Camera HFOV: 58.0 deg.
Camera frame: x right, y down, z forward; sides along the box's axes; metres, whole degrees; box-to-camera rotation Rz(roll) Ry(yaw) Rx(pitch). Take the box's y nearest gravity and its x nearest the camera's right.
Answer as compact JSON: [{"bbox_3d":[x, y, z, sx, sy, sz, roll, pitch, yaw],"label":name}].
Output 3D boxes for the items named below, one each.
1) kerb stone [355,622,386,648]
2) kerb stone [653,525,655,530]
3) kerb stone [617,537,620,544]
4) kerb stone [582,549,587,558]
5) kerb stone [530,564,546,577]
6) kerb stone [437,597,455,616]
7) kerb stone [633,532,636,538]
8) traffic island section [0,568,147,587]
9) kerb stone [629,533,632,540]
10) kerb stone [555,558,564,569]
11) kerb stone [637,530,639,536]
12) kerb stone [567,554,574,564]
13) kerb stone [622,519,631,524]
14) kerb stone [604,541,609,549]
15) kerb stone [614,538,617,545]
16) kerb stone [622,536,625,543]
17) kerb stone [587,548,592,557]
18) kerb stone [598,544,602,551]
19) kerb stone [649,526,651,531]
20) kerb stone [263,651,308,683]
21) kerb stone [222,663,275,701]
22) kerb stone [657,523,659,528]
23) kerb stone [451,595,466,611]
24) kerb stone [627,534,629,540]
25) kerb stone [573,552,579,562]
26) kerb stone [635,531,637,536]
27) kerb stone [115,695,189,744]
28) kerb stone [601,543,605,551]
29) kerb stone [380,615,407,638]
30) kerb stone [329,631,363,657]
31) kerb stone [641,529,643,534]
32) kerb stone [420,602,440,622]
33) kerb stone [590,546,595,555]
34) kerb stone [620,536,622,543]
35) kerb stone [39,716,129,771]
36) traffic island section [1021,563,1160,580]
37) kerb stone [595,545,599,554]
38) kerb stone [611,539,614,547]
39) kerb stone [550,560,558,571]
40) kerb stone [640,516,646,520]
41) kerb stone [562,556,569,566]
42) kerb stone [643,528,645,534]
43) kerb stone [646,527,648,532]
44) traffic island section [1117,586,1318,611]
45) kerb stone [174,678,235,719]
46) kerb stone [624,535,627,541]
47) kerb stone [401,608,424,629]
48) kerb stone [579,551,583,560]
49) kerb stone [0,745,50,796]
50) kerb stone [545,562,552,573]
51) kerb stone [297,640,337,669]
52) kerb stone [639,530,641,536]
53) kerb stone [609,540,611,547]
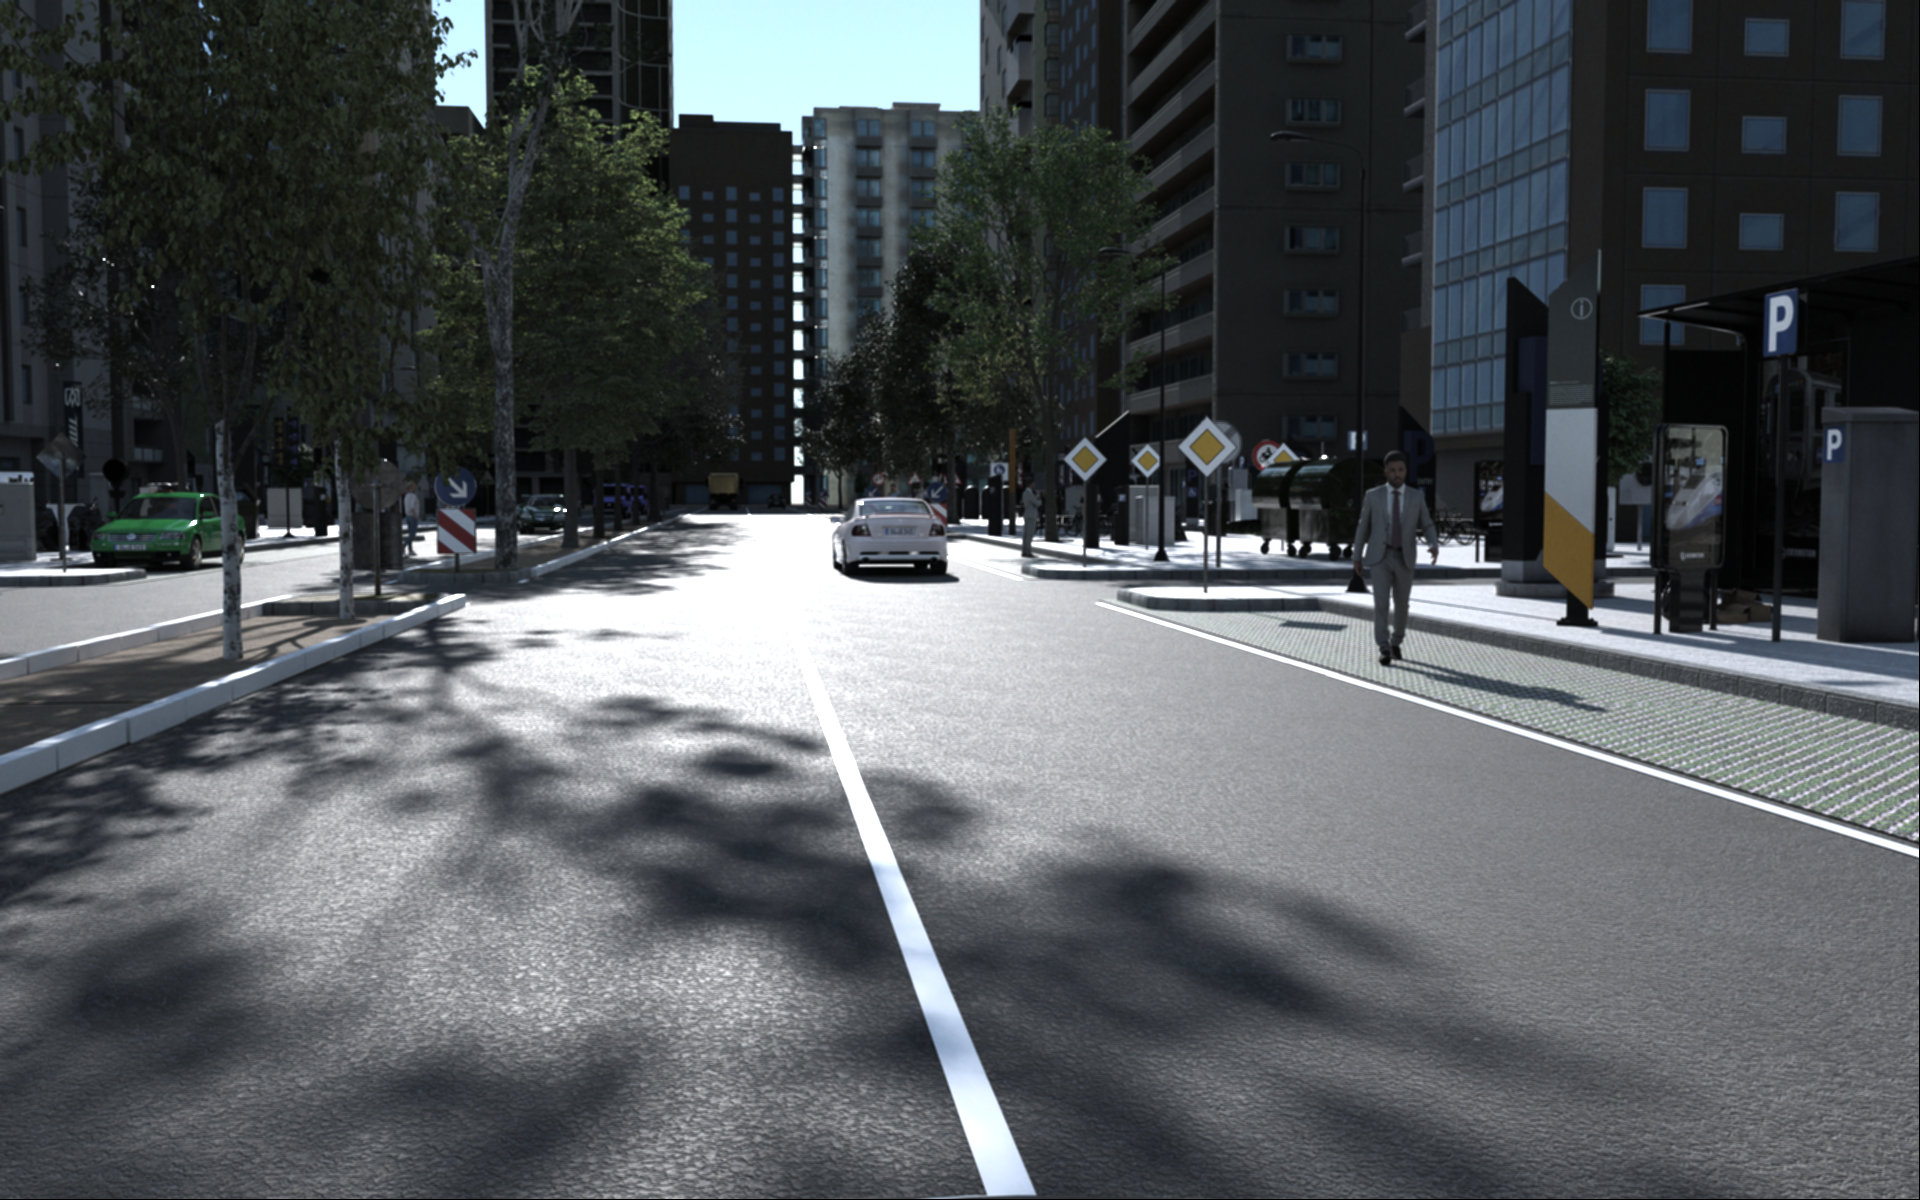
[{"bbox_3d":[-5.663,0.351,16.508,0.120,0.150,1.000,0,4,-7],"label":"kerb stone"},{"bbox_3d":[-12.145,-2.795,67.899,0.120,0.150,1.000,0,4,-7],"label":"kerb stone"},{"bbox_3d":[-9.712,-1.613,48.566,0.120,0.150,1.000,0,4,-7],"label":"kerb stone"},{"bbox_3d":[-8.421,-0.989,38.392,0.120,0.150,1.000,0,4,-7],"label":"kerb stone"},{"bbox_3d":[-7.398,-0.494,30.266,0.120,0.150,1.000,0,4,-7],"label":"kerb stone"},{"bbox_3d":[-6.176,0.099,20.582,0.120,0.150,1.000,0,4,-7],"label":"kerb stone"},{"bbox_3d":[-10.607,-2.049,55.704,0.120,0.150,1.000,0,4,-7],"label":"kerb stone"},{"bbox_3d":[-14.653,-0.368,28.304,2.009,0.180,2.903,0,4,-7],"label":"traffic island section"},{"bbox_3d":[-10.352,-1.925,53.674,0.120,0.150,1.000,0,4,-7],"label":"kerb stone"},{"bbox_3d":[-7.781,-0.680,33.310,0.120,0.150,1.000,0,4,-7],"label":"kerb stone"},{"bbox_3d":[-10.875,-2.174,57.735,0.120,0.150,1.000,0,4,-7],"label":"kerb stone"},{"bbox_3d":[-8.035,-0.804,35.342,0.120,0.150,1.000,0,4,-7],"label":"kerb stone"},{"bbox_3d":[-16.555,-3.901,85.970,0.120,0.150,1.000,0,4,-7],"label":"kerb stone"},{"bbox_3d":[-9.190,-1.364,44.494,0.120,0.150,1.000,0,4,-7],"label":"kerb stone"},{"bbox_3d":[-9.587,-1.551,47.552,0.120,0.150,1.000,0,4,-7],"label":"kerb stone"},{"bbox_3d":[-9.969,-1.738,50.607,0.120,0.150,1.000,0,4,-7],"label":"kerb stone"},{"bbox_3d":[-8.545,-1.053,39.406,0.120,0.150,1.000,0,4,-7],"label":"kerb stone"},{"bbox_3d":[-8.937,-1.239,42.457,0.120,0.150,1.000,0,4,-7],"label":"kerb stone"},{"bbox_3d":[-11.766,-2.609,64.845,0.120,0.150,1.000,0,4,-7],"label":"kerb stone"},{"bbox_3d":[-5.278,0.534,13.464,0.120,0.150,1.000,0,4,-7],"label":"kerb stone"},{"bbox_3d":[-5.143,0.597,12.451,0.120,0.150,1.000,0,4,-7],"label":"kerb stone"},{"bbox_3d":[-12.535,-2.979,70.947,0.120,0.150,1.000,0,4,-7],"label":"kerb stone"},{"bbox_3d":[-6.302,0.037,21.599,0.120,0.150,1.000,0,4,-7],"label":"kerb stone"},{"bbox_3d":[-10.230,-1.863,52.659,0.120,0.150,1.000,0,4,-7],"label":"kerb stone"},{"bbox_3d":[-8.165,-0.865,36.363,0.120,0.150,1.000,0,4,-7],"label":"kerb stone"},{"bbox_3d":[-10.742,-2.112,56.721,0.120,0.150,1.000,0,4,-7],"label":"kerb stone"},{"bbox_3d":[-4.881,0.720,10.424,0.120,0.150,1.000,0,4,-7],"label":"kerb stone"},{"bbox_3d":[-9.070,-1.302,43.479,0.120,0.150,1.000,0,4,-7],"label":"kerb stone"},{"bbox_3d":[-5.784,0.286,17.523,0.120,0.150,1.000,0,4,-7],"label":"kerb stone"},{"bbox_3d":[-5.538,0.412,15.491,0.120,0.150,1.000,0,4,-7],"label":"kerb stone"},{"bbox_3d":[-11.121,-2.296,59.765,0.120,0.150,1.000,0,4,-7],"label":"kerb stone"},{"bbox_3d":[-6.050,0.162,19.560,0.120,0.150,1.000,0,4,-7],"label":"kerb stone"},{"bbox_3d":[-8.678,-1.115,40.420,0.120,0.150,1.000,0,4,-7],"label":"kerb stone"},{"bbox_3d":[-9.843,-1.674,49.593,0.120,0.150,1.000,0,4,-7],"label":"kerb stone"},{"bbox_3d":[-4.767,0.782,9.408,0.120,0.150,1.000,0,4,-7],"label":"kerb stone"},{"bbox_3d":[2.205,-0.498,30.421,2.009,0.180,2.903,0,4,-7],"label":"traffic island section"},{"bbox_3d":[-8.807,-1.177,41.434,0.120,0.150,1.000,0,4,-7],"label":"kerb stone"},{"bbox_3d":[-9.455,-1.488,46.531,0.120,0.150,1.000,0,4,-7],"label":"kerb stone"},{"bbox_3d":[-7.653,-0.613,32.296,0.120,0.150,1.000,0,4,-7],"label":"kerb stone"},{"bbox_3d":[-18.352,-4.773,100.235,0.120,0.150,1.000,0,4,-7],"label":"kerb stone"},{"bbox_3d":[-7.916,-0.742,34.323,0.120,0.150,1.000,0,4,-7],"label":"kerb stone"},{"bbox_3d":[-11.249,-2.359,60.783,0.120,0.150,1.000,0,4,-7],"label":"kerb stone"},{"bbox_3d":[-11.510,-2.484,62.812,0.120,0.150,1.000,0,4,-7],"label":"kerb stone"},{"bbox_3d":[3.206,-0.013,22.498,2.009,0.180,2.903,0,4,-7],"label":"traffic island section"},{"bbox_3d":[-5.014,0.658,11.437,0.120,0.150,1.000,0,4,-7],"label":"kerb stone"},{"bbox_3d":[-10.090,-1.799,51.626,0.120,0.150,1.000,0,4,-7],"label":"kerb stone"},{"bbox_3d":[-5.913,0.226,18.538,0.120,0.150,1.000,0,4,-7],"label":"kerb stone"},{"bbox_3d":[-8.296,-0.929,37.377,0.120,0.150,1.000,0,4,-7],"label":"kerb stone"},{"bbox_3d":[-4.638,0.847,8.394,0.120,0.150,1.000,0,4,-7],"label":"kerb stone"},{"bbox_3d":[-7.533,-0.553,31.280,0.120,0.150,1.000,0,4,-7],"label":"kerb stone"},{"bbox_3d":[-5.408,0.472,14.478,0.120,0.150,1.000,0,4,-7],"label":"kerb stone"},{"bbox_3d":[-11.001,-2.236,58.750,0.120,0.150,1.000,0,4,-7],"label":"kerb stone"},{"bbox_3d":[-9.325,-1.423,45.517,0.120,0.150,1.000,0,4,-7],"label":"kerb stone"}]
